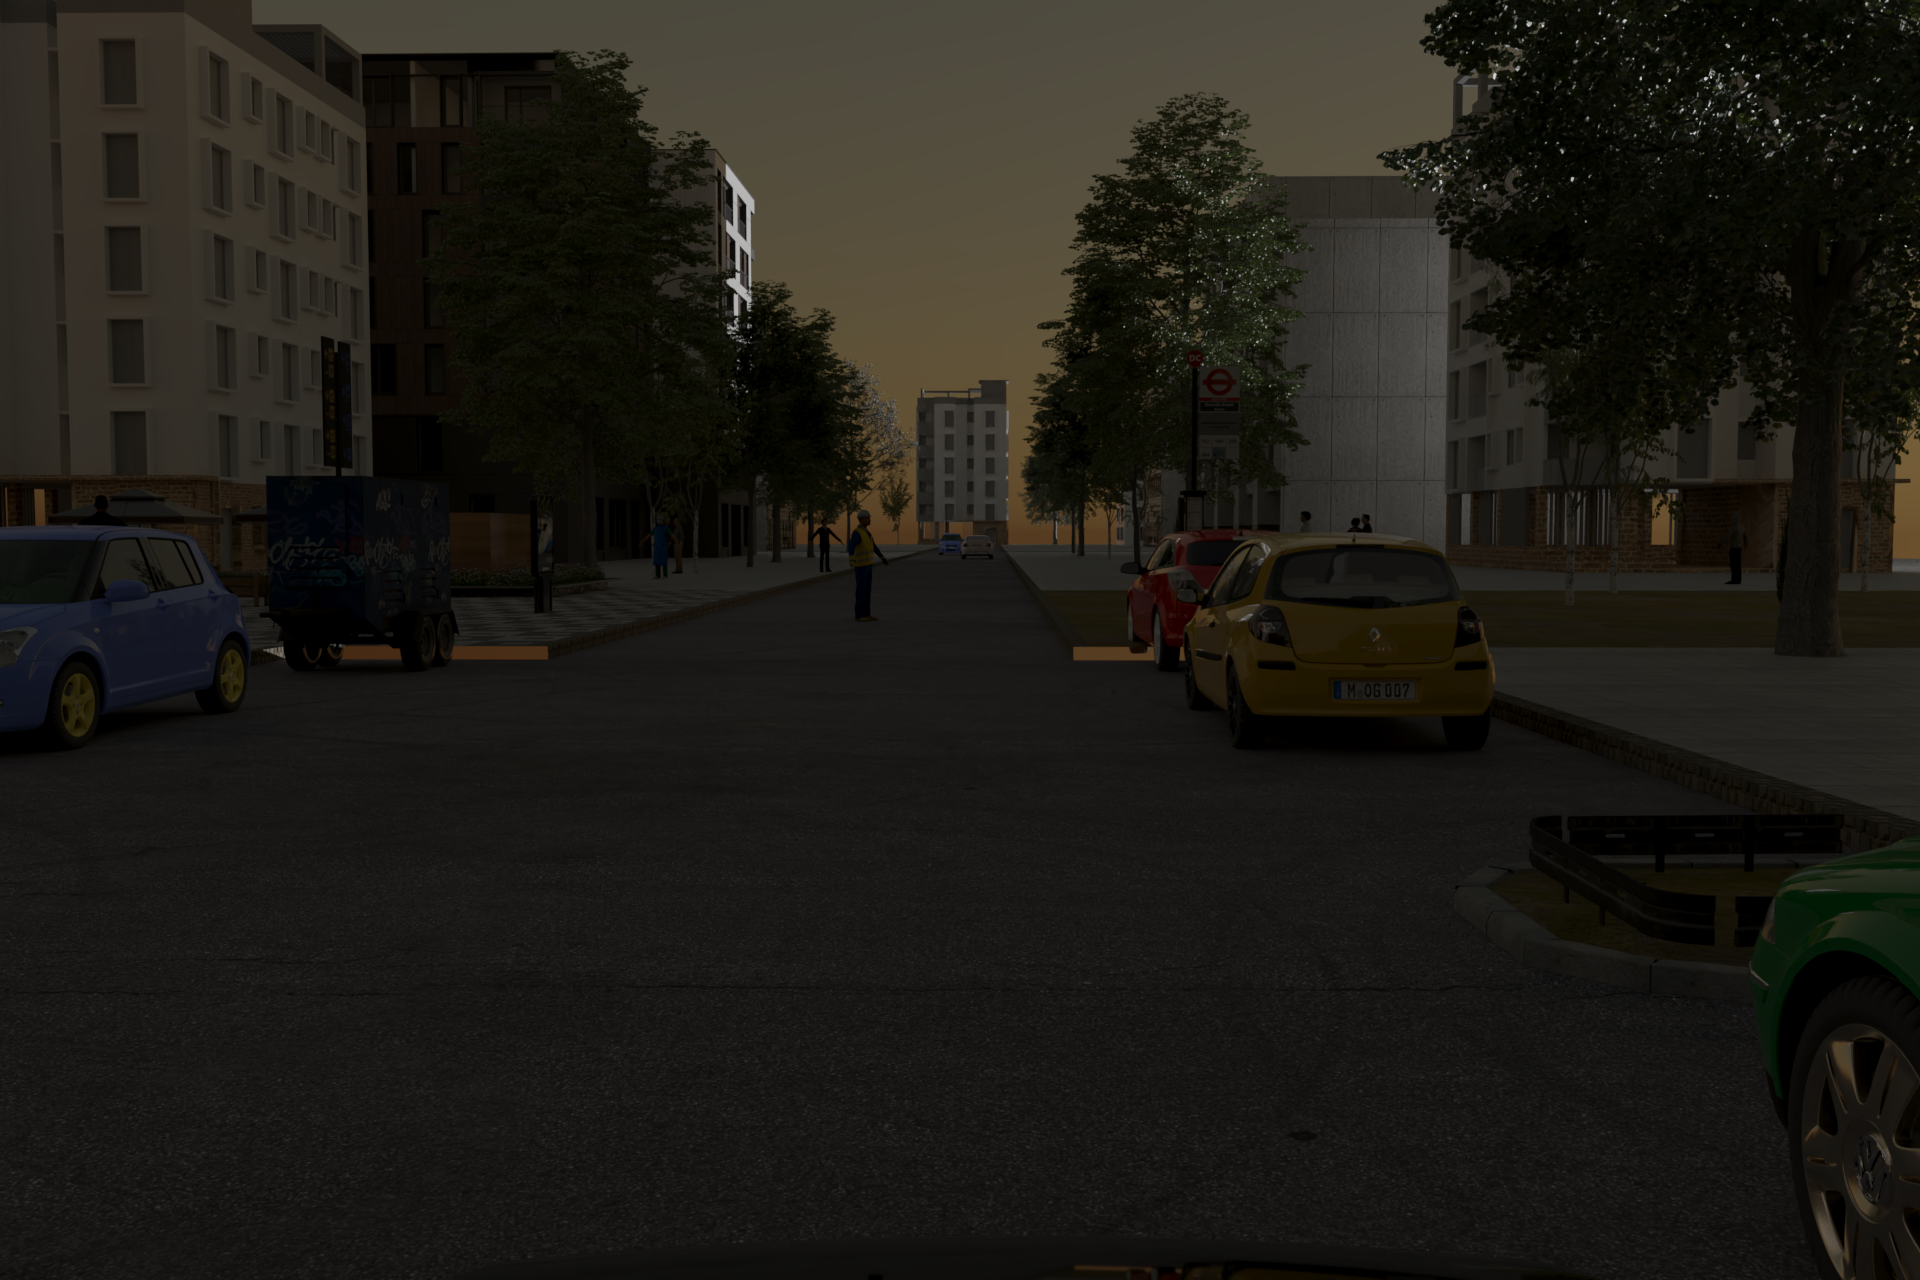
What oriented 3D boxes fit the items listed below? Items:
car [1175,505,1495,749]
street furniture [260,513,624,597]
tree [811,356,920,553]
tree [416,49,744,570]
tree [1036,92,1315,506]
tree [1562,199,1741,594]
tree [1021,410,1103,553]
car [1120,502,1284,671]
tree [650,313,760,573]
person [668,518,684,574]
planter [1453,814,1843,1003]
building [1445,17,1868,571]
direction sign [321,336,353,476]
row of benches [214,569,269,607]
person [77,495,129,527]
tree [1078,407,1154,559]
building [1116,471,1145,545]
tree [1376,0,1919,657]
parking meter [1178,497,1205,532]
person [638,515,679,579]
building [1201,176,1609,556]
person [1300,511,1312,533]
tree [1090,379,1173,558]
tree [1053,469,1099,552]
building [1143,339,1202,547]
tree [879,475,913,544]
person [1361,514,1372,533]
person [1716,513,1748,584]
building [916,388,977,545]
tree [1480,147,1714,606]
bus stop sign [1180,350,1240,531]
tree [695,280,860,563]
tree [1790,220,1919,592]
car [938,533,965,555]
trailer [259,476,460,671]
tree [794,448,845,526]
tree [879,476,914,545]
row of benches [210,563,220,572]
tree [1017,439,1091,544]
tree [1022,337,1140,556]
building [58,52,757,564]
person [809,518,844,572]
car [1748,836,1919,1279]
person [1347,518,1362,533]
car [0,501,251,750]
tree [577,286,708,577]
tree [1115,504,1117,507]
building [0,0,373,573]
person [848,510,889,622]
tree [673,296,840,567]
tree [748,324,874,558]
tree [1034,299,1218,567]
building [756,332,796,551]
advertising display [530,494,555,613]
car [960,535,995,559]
[{"bbox_3d":[2.681,-0.168,12.970,2.015,1.641,3.980,0,4,1],"label":"car"},{"bbox_3d":[-11.094,-1.856,37.205,11.010,1.723,9.812,0,4,0],"label":"street furniture"},{"bbox_3d":[-7.591,-12.757,118.939,12.009,13.543,11.850,0,3,0],"label":"tree"},{"bbox_3d":[-8.835,-7.499,40.740,7.486,12.596,7.792,0,3,0],"label":"tree"},{"bbox_3d":[5.742,-7.784,45.399,7.486,12.596,7.792,0,3,0],"label":"tree"},{"bbox_3d":[14.159,-5.286,36.781,4.737,8.622,4.395,0,3,0],"label":"tree"},{"bbox_3d":[7.319,-11.090,115.729,7.601,10.594,8.767,-3,4,-36],"label":"tree"},{"bbox_3d":[2.934,-0.645,19.580,2.155,1.783,4.494,0,4,0],"label":"car"},{"bbox_3d":[-8.708,-6.529,57.116,4.737,8.622,4.395,0,3,0],"label":"tree"},{"bbox_3d":[-9.165,-3.051,56.148,0.705,1.796,1.348,-2,4,-27],"label":"person"},{"bbox_3d":[2.872,0.913,6.211,1.991,0.319,1.994,0,4,1],"label":"planter"},{"bbox_3d":[25.117,-13.036,69.559,16.016,20.090,11.380,0,4,1],"label":"building"},{"bbox_3d":[-7.280,-1.732,20.308,0.379,3.537,0.876,0,3,0],"label":"direction sign"},{"bbox_3d":[-12.782,-0.929,30.657,4.104,0.672,1.422,0,4,-4],"label":"row of benches"},{"bbox_3d":[-11.437,-1.033,23.117,1.346,1.802,0.704,-2,4,-25],"label":"person"},{"bbox_3d":[7.470,-8.402,87.731,4.360,8.622,3.978,0,3,0],"label":"tree"},{"bbox_3d":[22.875,-15.416,194.190,9.099,9.664,28.070,0,4,1],"label":"building"},{"bbox_3d":[8.971,-6.816,18.091,9.857,13.997,8.962,0,3,0],"label":"tree"},{"bbox_3d":[3.667,-1.332,27.493,0.399,1.863,0.255,0,4,0],"label":"parking meter"},{"bbox_3d":[-8.494,-2.627,49.081,1.347,1.817,0.704,1,4,23],"label":"person"},{"bbox_3d":[23.401,-13.930,94.215,16.747,18.905,31.486,0,4,1],"label":"building"},{"bbox_3d":[7.905,-2.056,39.802,0.705,1.806,1.347,1,4,14],"label":"person"},{"bbox_3d":[7.538,-7.405,71.442,4.360,8.622,3.978,0,3,0],"label":"tree"},{"bbox_3d":[8.492,-10.630,124.169,4.737,8.622,4.395,0,3,0],"label":"tree"},{"bbox_3d":[28.088,-20.671,168.906,19.493,23.208,18.063,0,4,1],"label":"building"},{"bbox_3d":[-7.980,-16.253,216.095,4.737,8.622,4.395,0,3,0],"label":"tree"},{"bbox_3d":[10.657,-2.415,45.629,0.704,1.812,1.346,1,4,10],"label":"person"},{"bbox_3d":[19.799,-2.333,44.272,1.348,1.813,0.705,-3,4,-36],"label":"person"},{"bbox_3d":[-4.968,-21.843,216.006,11.380,20.090,16.016,0,4,-8],"label":"building"},{"bbox_3d":[10.947,-4.937,31.088,4.360,8.622,3.978,0,3,0],"label":"tree"},{"bbox_3d":[3.622,-2.231,25.184,0.855,3.939,0.416,0,4,2],"label":"bus stop sign"},{"bbox_3d":[-8.407,-9.796,78.299,7.486,12.596,7.792,0,3,0],"label":"tree"},{"bbox_3d":[20.355,-5.372,38.194,4.737,8.622,4.395,0,3,0],"label":"tree"},{"bbox_3d":[-0.560,-6.661,118.495,1.945,1.707,3.694,0,4,1],"label":"car"},{"bbox_3d":[-6.291,-0.652,17.708,1.471,1.999,3.904,0,4,1],"label":"trailer"},{"bbox_3d":[-18.136,-18.646,211.514,9.857,13.997,8.962,0,3,0],"label":"tree"},{"bbox_3d":[-7.796,-15.975,211.555,4.737,8.622,4.395,0,3,0],"label":"tree"},{"bbox_3d":[-18.936,-1.483,39.710,4.104,0.672,1.422,1,4,15],"label":"row of benches"},{"bbox_3d":[11.956,-18.913,215.876,9.857,13.997,8.962,0,3,0],"label":"tree"},{"bbox_3d":[7.189,-11.105,99.689,7.486,12.596,7.792,0,3,0],"label":"tree"},{"bbox_3d":[-26.911,-15.073,90.417,27.936,21.610,32.646,0,4,2],"label":"building"},{"bbox_3d":[-4.551,-3.196,58.440,1.347,1.806,0.705,-2,4,-34],"label":"person"},{"bbox_3d":[2.439,0.441,1.588,1.959,1.807,4.718,0,3,0],"label":"car"},{"bbox_3d":[13.196,-3.152,57.675,1.345,1.843,0.704,3,5,42],"label":"person"},{"bbox_3d":[-6.677,-0.185,12.614,1.945,1.707,3.694,0,4,1],"label":"car"},{"bbox_3d":[-8.958,-6.167,51.196,4.360,8.622,3.978,0,3,0],"label":"tree"},{"bbox_3d":[22.620,-17.085,213.750,7.601,10.594,8.767,0,4,-1],"label":"tree"},{"bbox_3d":[-28.403,-12.154,55.144,16.016,20.090,11.380,0,4,1],"label":"building"},{"bbox_3d":[-1.556,-1.227,28.493,0.705,1.833,1.349,1,4,23],"label":"person"},{"bbox_3d":[-7.877,-8.113,67.054,7.601,10.594,8.767,-3,5,-43],"label":"tree"},{"bbox_3d":[-8.554,-10.759,94.043,7.486,12.596,7.792,0,3,0],"label":"tree"},{"bbox_3d":[6.178,-7.871,63.096,7.601,10.594,8.767,0,4,0],"label":"tree"},{"bbox_3d":[-23.872,-19.046,142.334,19.493,23.208,18.063,0,4,1],"label":"building"},{"bbox_3d":[-6.841,-1.417,28.390,0.123,1.923,0.974,0,4,2],"label":"advertising display"},{"bbox_3d":[1.009,-5.383,100.369,2.083,1.381,4.827,0,4,1],"label":"car"}]
